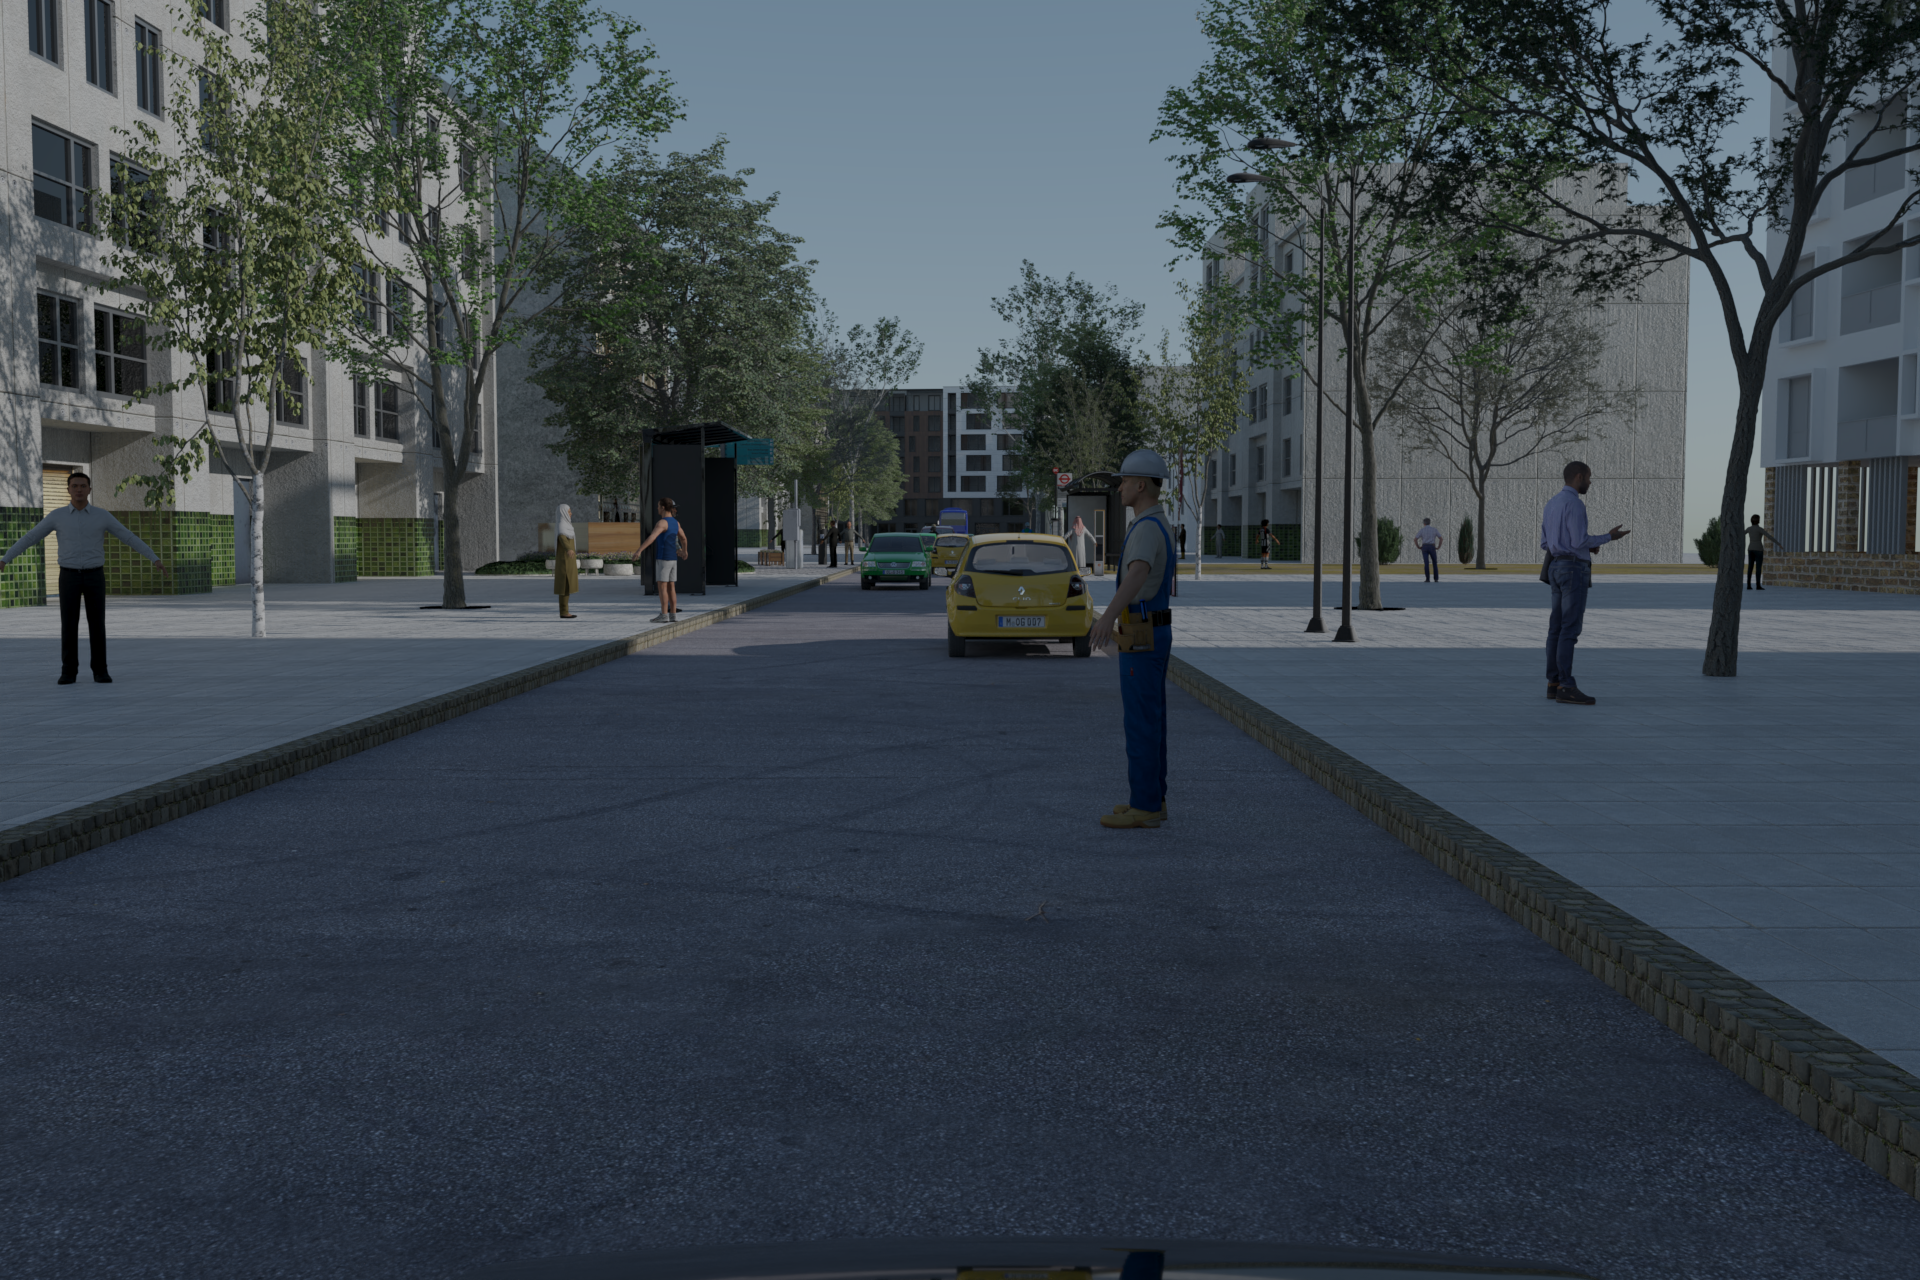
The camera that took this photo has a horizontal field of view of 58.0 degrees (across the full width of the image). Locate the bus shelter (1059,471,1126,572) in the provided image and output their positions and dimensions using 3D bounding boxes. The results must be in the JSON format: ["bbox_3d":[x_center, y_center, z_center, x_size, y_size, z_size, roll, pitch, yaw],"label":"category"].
[{"bbox_3d":[4.557,-3.939,58.325,2.014,3.302,5.546,0,4,-1],"label":"bus shelter"}]

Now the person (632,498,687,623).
[{"bbox_3d":[-4.289,-1.160,25.139,0.704,1.807,1.345,2,4,23],"label":"person"}]

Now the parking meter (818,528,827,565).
[{"bbox_3d":[-5.745,-3.914,72.405,0.372,1.533,0.369,0,3,0],"label":"parking meter"}]

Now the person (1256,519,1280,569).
[{"bbox_3d":[11.136,-3.481,63.053,0.704,1.843,1.345,-2,4,-27],"label":"person"}]

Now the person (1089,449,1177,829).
[{"bbox_3d":[0.881,-0.015,8.558,0.705,1.847,1.347,1,4,16],"label":"person"}]

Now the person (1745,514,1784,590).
[{"bbox_3d":[18.345,-2.024,39.847,0.721,1.744,1.215,-2,4,-33],"label":"person"}]

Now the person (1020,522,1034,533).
[{"bbox_3d":[3.094,-4.470,79.204,1.347,1.817,0.704,1,4,19],"label":"person"}]

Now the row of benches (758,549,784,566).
[{"bbox_3d":[-7.763,-3.402,71.087,1.422,0.672,4.104,-1,4,-13],"label":"row of benches"}]

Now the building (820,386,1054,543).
[{"bbox_3d":[-3.008,-24.804,251.981,32.646,21.610,27.936,0,4,6],"label":"building"}]

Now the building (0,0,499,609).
[{"bbox_3d":[-24.694,-10.902,44.701,16.747,18.905,31.486,0,4,0],"label":"building"}]

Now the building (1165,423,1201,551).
[{"bbox_3d":[21.695,-11.583,131.534,9.099,9.664,28.070,0,4,0],"label":"building"}]

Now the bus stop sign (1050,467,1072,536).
[{"bbox_3d":[4.042,-4.927,69.267,0.855,3.939,0.416,0,4,-1],"label":"bus stop sign"}]

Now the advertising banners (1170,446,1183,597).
[{"bbox_3d":[4.400,-2.405,35.510,0.090,3.025,2.074,0,3,0],"label":"advertising banners"}]

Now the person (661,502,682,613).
[{"bbox_3d":[-4.730,-1.375,28.328,0.704,1.849,1.345,0,4,-1],"label":"person"}]

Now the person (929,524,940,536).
[{"bbox_3d":[-1.130,-4.044,74.361,1.354,1.856,0.705,-1,4,-14],"label":"person"}]

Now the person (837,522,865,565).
[{"bbox_3d":[-4.605,-4.017,71.948,1.348,1.796,0.705,0,4,-1],"label":"person"}]

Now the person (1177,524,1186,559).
[{"bbox_3d":[11.313,-5.020,88.212,0.704,1.812,1.346,1,4,22],"label":"person"}]

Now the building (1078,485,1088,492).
[{"bbox_3d":[23.464,-21.898,224.494,16.747,18.905,31.486,0,4,0],"label":"building"}]

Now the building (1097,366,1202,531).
[{"bbox_3d":[24.051,-19.828,190.640,16.747,18.905,31.486,0,4,0],"label":"building"}]

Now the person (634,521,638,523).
[{"bbox_3d":[-14.764,-4.477,78.961,1.354,1.858,0.705,-3,5,-44],"label":"person"}]

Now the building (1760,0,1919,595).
[{"bbox_3d":[25.018,-11.275,40.767,16.016,20.090,11.380,0,3,0],"label":"building"}]

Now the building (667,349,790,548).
[{"bbox_3d":[-27.639,-19.231,180.891,16.747,18.905,31.486,0,4,0],"label":"building"}]

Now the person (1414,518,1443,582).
[{"bbox_3d":[12.435,-2.387,46.008,0.756,1.711,0.436,1,4,12],"label":"person"}]

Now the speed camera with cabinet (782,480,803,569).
[{"bbox_3d":[-6.161,-4.247,63.781,0.660,3.252,2.038,0,3,0],"label":"speed camera with cabinet"}]

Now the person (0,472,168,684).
[{"bbox_3d":[-7.547,-0.534,14.886,1.344,1.810,0.704,-2,4,-27],"label":"person"}]

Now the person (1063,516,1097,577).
[{"bbox_3d":[3.485,-2.770,51.440,1.347,1.811,0.704,-1,4,-20],"label":"person"}]

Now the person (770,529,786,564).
[{"bbox_3d":[-7.494,-4.141,73.897,1.347,1.806,0.705,-3,4,-37],"label":"person"}]

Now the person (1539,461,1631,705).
[{"bbox_3d":[4.791,-0.451,13.279,0.599,1.838,0.709,0,4,-4],"label":"person"}]

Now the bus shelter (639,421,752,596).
[{"bbox_3d":[-5.871,-2.926,39.122,1.731,3.624,6.357,0,4,-1],"label":"bus shelter"}]

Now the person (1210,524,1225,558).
[{"bbox_3d":[13.699,-5.231,91.721,0.705,1.806,1.347,-2,4,-24],"label":"person"}]

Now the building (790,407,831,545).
[{"bbox_3d":[-26.175,-23.332,212.414,19.493,23.208,18.063,0,4,0],"label":"building"}]

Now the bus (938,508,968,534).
[{"bbox_3d":[-0.643,-10.382,161.292,2.896,3.916,12.251,0,4,-1],"label":"bus"}]

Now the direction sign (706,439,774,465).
[{"bbox_3d":[-5.901,-3.361,43.709,2.525,3.948,1.411,0,3,0],"label":"direction sign"}]

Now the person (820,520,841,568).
[{"bbox_3d":[-4.869,-3.663,66.116,0.704,1.802,1.346,2,4,30],"label":"person"}]

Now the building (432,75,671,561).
[{"bbox_3d":[-25.398,-15.643,86.691,19.493,23.208,18.063,0,4,0],"label":"building"}]

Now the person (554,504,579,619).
[{"bbox_3d":[-5.941,-1.201,26.417,0.721,1.736,1.217,-1,4,-12],"label":"person"}]

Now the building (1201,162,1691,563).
[{"bbox_3d":[23.332,-13.747,91.217,16.747,18.905,31.486,0,4,0],"label":"building"}]
